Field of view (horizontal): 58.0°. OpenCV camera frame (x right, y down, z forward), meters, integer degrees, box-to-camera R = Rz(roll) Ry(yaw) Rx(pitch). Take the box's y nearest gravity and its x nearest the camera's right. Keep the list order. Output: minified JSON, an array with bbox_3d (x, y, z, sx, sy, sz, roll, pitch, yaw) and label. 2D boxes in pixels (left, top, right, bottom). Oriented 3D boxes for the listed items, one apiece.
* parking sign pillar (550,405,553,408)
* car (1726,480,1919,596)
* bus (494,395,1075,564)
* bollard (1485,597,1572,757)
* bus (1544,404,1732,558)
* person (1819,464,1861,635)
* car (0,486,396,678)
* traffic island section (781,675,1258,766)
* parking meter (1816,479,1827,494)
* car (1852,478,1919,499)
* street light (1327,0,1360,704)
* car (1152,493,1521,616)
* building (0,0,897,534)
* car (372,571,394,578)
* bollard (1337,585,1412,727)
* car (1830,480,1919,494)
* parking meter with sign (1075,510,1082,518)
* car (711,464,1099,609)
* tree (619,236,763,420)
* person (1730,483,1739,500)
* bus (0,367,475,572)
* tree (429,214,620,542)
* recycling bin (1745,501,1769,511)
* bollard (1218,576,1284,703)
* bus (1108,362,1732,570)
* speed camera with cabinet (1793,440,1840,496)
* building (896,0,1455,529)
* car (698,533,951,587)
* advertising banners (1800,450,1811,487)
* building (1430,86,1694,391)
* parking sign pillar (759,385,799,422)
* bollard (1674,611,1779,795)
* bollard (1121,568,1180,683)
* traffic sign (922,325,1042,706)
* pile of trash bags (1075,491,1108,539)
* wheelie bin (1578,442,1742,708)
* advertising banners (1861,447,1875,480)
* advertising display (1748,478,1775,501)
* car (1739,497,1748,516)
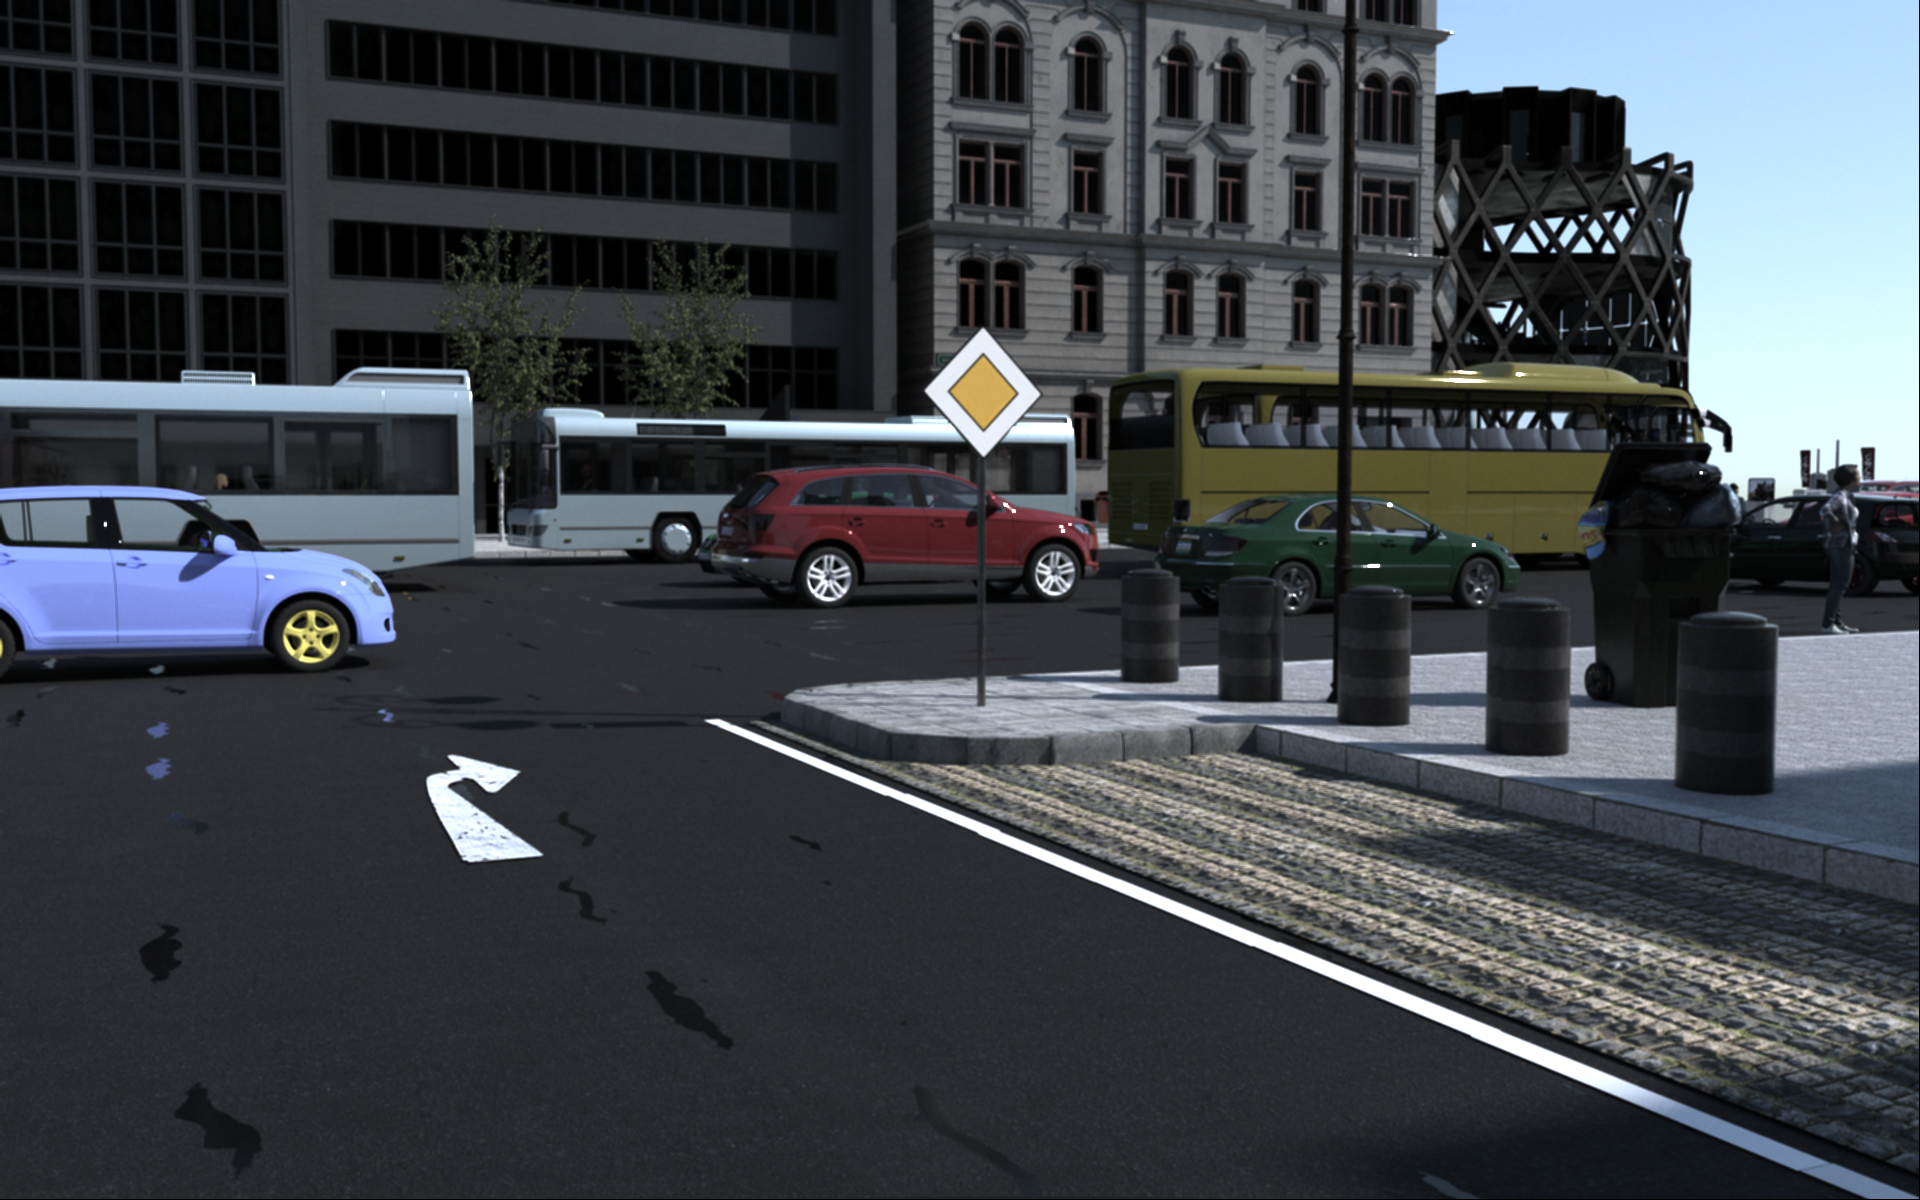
[{"bbox_3d":[-12.343,-3.869,51.726,1.447,3.967,1.447,0,4,-7],"label":"parking sign pillar"},{"bbox_3d":[12.639,-0.982,25.841,2.009,1.686,4.222,-2,4,-25],"label":"car"},{"bbox_3d":[-3.843,-2.623,37.746,13.247,3.499,2.948,-2,4,-27],"label":"bus"},{"bbox_3d":[2.833,0.372,8.638,0.404,0.777,0.398,0,3,0],"label":"bollard"},{"bbox_3d":[10.701,-2.753,36.561,12.252,3.916,2.896,-2,4,-24],"label":"bus"},{"bbox_3d":[9.005,-0.521,17.746,0.376,1.734,0.841,2,4,35],"label":"person"},{"bbox_3d":[-6.537,-0.273,14.057,3.694,1.707,1.945,-2,4,-27],"label":"car"},{"bbox_3d":[0.144,0.720,10.506,2.009,0.180,2.903,-2,4,-25],"label":"traffic island section"},{"bbox_3d":[33.137,-3.721,66.552,0.255,1.863,0.399,-3,4,-37],"label":"parking meter"},{"bbox_3d":[18.452,-1.607,35.313,4.494,1.783,2.155,-2,4,-26],"label":"car"},{"bbox_3d":[2.350,-2.306,10.492,0.468,5.910,1.993,-2,4,-25],"label":"street light"},{"bbox_3d":[4.782,-0.605,21.691,4.920,1.459,2.131,-2,4,-25],"label":"car"},{"bbox_3d":[-18.065,-14.695,59.336,30.058,24.678,14.314,-2,4,-25],"label":"building"},{"bbox_3d":[-11.451,-1.180,29.515,3.980,1.641,2.015,-2,4,-25],"label":"car"},{"bbox_3d":[2.328,0.305,9.729,0.404,0.777,0.398,0,3,0],"label":"bollard"},{"bbox_3d":[24.872,-2.348,47.062,5.304,1.827,2.281,-2,4,-27],"label":"car"},{"bbox_3d":[2.587,-3.074,46.515,0.543,3.016,1.738,-3,4,-37],"label":"parking meter with sign"},{"bbox_3d":[-0.644,-0.881,23.085,5.304,1.827,2.281,-1,4,-23],"label":"car"},{"bbox_3d":[-7.543,-6.012,48.661,4.737,8.622,4.395,0,3,0],"label":"tree"},{"bbox_3d":[21.361,-2.359,47.816,0.760,1.731,0.466,-2,4,-24],"label":"person"},{"bbox_3d":[-13.687,-1.775,23.885,13.247,3.499,2.948,-2,4,-23],"label":"bus"},{"bbox_3d":[-12.201,-5.893,46.714,4.737,8.622,4.395,0,3,0],"label":"tree"},{"bbox_3d":[28.118,-2.957,60.909,0.722,1.027,0.722,-2,4,-35],"label":"recycling bin"},{"bbox_3d":[1.818,0.238,10.824,0.404,0.777,0.398,0,3,0],"label":"bollard"},{"bbox_3d":[8.705,-2.489,32.248,12.252,3.916,2.896,-2,4,-24],"label":"bus"},{"bbox_3d":[31.352,-4.194,62.911,2.038,3.252,0.660,-1,4,-10],"label":"speed camera with cabinet"},{"bbox_3d":[6.509,-17.319,70.552,23.554,28.519,14.401,-2,4,-25],"label":"building"},{"bbox_3d":[-1.872,-1.167,27.879,4.718,1.807,1.959,-2,4,-26],"label":"car"},{"bbox_3d":[33.889,-4.410,68.290,0.090,3.025,2.074,-1,4,-18],"label":"advertising banners"},{"bbox_3d":[24.355,-13.042,80.691,16.811,18.784,16.820,-2,4,-25],"label":"building"},{"bbox_3d":[-4.546,-3.355,43.327,1.447,3.967,1.447,-3,4,-38],"label":"parking sign pillar"},{"bbox_3d":[3.338,0.439,7.547,0.404,0.777,0.398,0,3,0],"label":"bollard"},{"bbox_3d":[1.308,0.172,11.913,0.404,0.777,0.398,0,3,0],"label":"bollard"},{"bbox_3d":[0.126,-0.415,10.420,0.795,2.450,0.064,-2,4,-25],"label":"traffic sign"},{"bbox_3d":[2.987,-2.469,50.129,3.447,1.369,1.912,2,4,33],"label":"pile of trash bags"},{"bbox_3d":[4.313,-0.165,10.609,0.980,1.594,0.693,-1,4,-11],"label":"wheelie bin"},{"bbox_3d":[34.438,-4.164,64.273,0.090,3.025,2.074,-3,4,-37],"label":"advertising banners"},{"bbox_3d":[32.587,-3.990,70.450,0.974,1.923,0.123,2,4,27],"label":"advertising display"},{"bbox_3d":[21.794,-2.563,51.684,4.222,1.686,2.009,-1,4,-23],"label":"car"}]
